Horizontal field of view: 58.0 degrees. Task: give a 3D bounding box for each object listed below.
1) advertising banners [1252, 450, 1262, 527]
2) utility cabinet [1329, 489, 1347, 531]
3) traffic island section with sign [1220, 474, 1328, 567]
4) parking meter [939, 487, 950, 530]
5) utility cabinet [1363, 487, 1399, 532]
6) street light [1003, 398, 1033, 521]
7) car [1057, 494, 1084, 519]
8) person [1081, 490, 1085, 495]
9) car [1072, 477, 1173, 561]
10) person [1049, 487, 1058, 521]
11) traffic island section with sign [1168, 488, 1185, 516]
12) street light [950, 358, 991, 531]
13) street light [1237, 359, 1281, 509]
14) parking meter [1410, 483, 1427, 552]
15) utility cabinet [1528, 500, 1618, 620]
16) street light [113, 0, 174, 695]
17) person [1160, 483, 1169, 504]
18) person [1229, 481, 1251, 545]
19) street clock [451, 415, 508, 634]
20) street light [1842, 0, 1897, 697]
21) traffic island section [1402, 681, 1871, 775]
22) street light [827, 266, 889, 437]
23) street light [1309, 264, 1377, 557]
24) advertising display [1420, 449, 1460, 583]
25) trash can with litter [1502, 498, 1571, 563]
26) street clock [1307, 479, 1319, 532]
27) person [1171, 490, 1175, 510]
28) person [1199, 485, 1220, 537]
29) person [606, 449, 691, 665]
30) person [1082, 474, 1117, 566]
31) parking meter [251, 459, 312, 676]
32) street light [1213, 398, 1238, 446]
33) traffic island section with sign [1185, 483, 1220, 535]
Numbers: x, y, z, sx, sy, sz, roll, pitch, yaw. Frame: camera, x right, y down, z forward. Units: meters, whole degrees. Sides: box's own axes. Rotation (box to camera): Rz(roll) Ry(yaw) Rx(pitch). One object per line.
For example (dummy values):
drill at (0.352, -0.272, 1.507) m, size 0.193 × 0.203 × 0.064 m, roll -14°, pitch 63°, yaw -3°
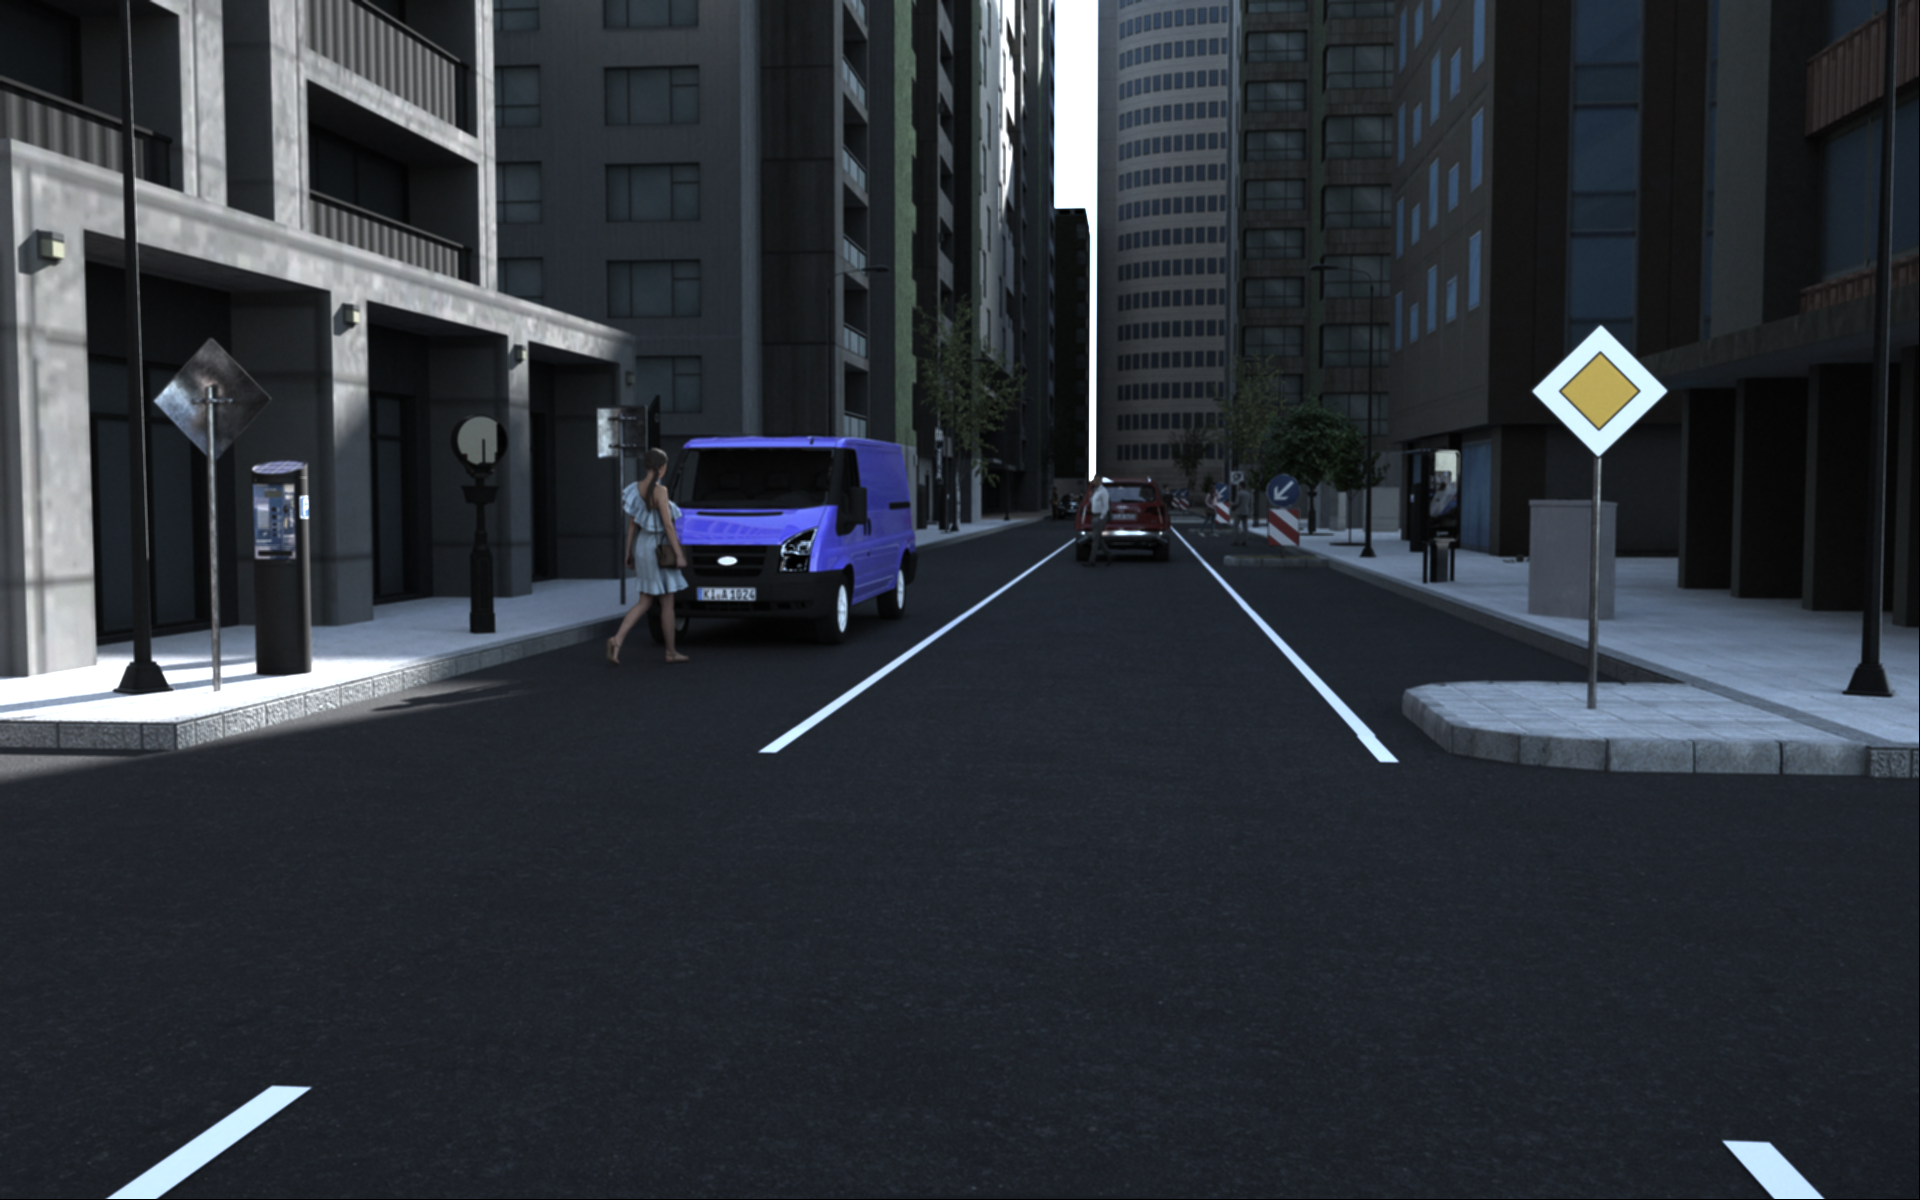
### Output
advertising banners at (11.558, -4.346, 67.251) m, size 0.090 × 3.025 × 2.074 m, roll 1°, pitch 4°, yaw 18°
utility cabinet at (13.138, -3.156, 60.278) m, size 0.318 × 1.500 × 1.173 m, roll 0°, pitch 4°, yaw -2°
traffic island section with sign at (6.376, -1.618, 35.074) m, size 1.989 × 1.847 × 2.006 m, roll 0°, pitch 4°, yaw 6°
parking meter at (-0.567, -3.273, 61.926) m, size 0.372 × 1.533 × 0.369 m, roll 0°, pitch 3°, yaw 0°
utility cabinet at (14.172, -3.035, 58.294) m, size 1.173 × 1.500 × 0.318 m, roll 1°, pitch 4°, yaw 13°
street light at (2.819, -6.801, 83.734) m, size 1.470 × 5.913 × 1.316 m, roll 0°, pitch 4°, yaw 6°
car at (6.510, -5.455, 98.979) m, size 2.009 × 1.686 × 4.222 m, roll 0°, pitch 4°, yaw 7°
person at (9.533, -7.608, 133.337) m, size 0.683 × 1.767 × 0.568 m, roll 0°, pitch 4°, yaw -4°
car at (3.634, -1.837, 38.707) m, size 2.281 × 1.827 × 5.304 m, roll 0°, pitch 4°, yaw 5°
person at (5.007, -5.121, 92.324) m, size 0.705 × 1.812 × 1.348 m, roll -1°, pitch 4°, yaw -10°
traffic island section with sign at (14.391, -6.335, 112.210) m, size 1.989 × 1.847 × 2.006 m, roll 0°, pitch 4°, yaw 6°
street light at (0.344, -5.310, 59.366) m, size 1.470 × 5.913 × 1.316 m, roll 0°, pitch 4°, yaw 6°
street light at (10.411, -5.317, 59.476) m, size 1.470 × 5.913 × 1.316 m, roll 0°, pitch 4°, yaw 6°
parking meter at (10.179, -1.835, 38.415) m, size 0.372 × 1.533 × 0.369 m, roll 0°, pitch 3°, yaw 0°
utility cabinet at (6.383, -0.422, 18.069) m, size 0.306 × 1.237 × 1.020 m, roll -1°, pitch 4°, yaw -20°
street light at (-4.764, -2.353, 11.006) m, size 1.470 × 5.913 × 1.316 m, roll 0°, pitch 4°, yaw 6°
person at (7.878, -3.571, 66.687) m, size 0.447 × 1.846 × 0.655 m, roll -1°, pitch 4°, yaw -13°
person at (7.829, -2.434, 48.492) m, size 0.606 × 1.804 × 0.583 m, roll -3°, pitch 5°, yaw -43°
street clock at (-4.421, -0.698, 15.977) m, size 0.471 × 2.002 × 0.358 m, roll -2°, pitch 4°, yaw -29°
street light at (5.298, -2.352, 10.991) m, size 1.470 × 5.913 × 1.316 m, roll 0°, pitch 4°, yaw 6°
traffic island section at (3.795, 0.729, 10.359) m, size 2.009 × 0.180 × 2.903 m, roll 0°, pitch 4°, yaw 6°
street light at (-2.138, -3.846, 35.427) m, size 1.470 × 5.913 × 1.316 m, roll 0°, pitch 4°, yaw 6°
street light at (7.763, -3.828, 35.123) m, size 1.470 × 5.913 × 1.316 m, roll 0°, pitch 4°, yaw 6°
advertising display at (6.977, -1.221, 25.180) m, size 0.123 × 1.923 × 0.974 m, roll 3°, pitch 5°, yaw 42°
trash can with litter at (11.141, -1.345, 33.051) m, size 2.233 × 1.210 × 1.678 m, roll -2°, pitch 4°, yaw -26°
street clock at (11.913, -3.303, 58.566) m, size 0.471 × 2.002 × 0.358 m, roll -3°, pitch 5°, yaw -40°
person at (18.600, -8.740, 151.365) m, size 0.705 × 1.831 × 1.348 m, roll 2°, pitch 4°, yaw 26°
person at (8.416, -3.023, 58.509) m, size 0.643 × 1.750 × 0.593 m, roll 3°, pitch 4°, yaw 36°
person at (-2.566, -0.360, 14.488) m, size 0.778 × 1.811 × 0.616 m, roll -3°, pitch 5°, yaw -43°
person at (2.760, -1.583, 34.475) m, size 0.850 × 1.850 × 0.679 m, roll -2°, pitch 4°, yaw -26°
parking meter at (-4.845, -0.242, 12.374) m, size 0.372 × 1.533 × 0.369 m, roll 0°, pitch 3°, yaw 0°
street light at (12.908, -6.808, 83.846) m, size 1.470 × 5.913 × 1.316 m, roll 0°, pitch 4°, yaw 6°
traffic island section with sign at (9.174, -3.257, 61.884) m, size 1.989 × 1.847 × 2.006 m, roll 0°, pitch 4°, yaw 6°
